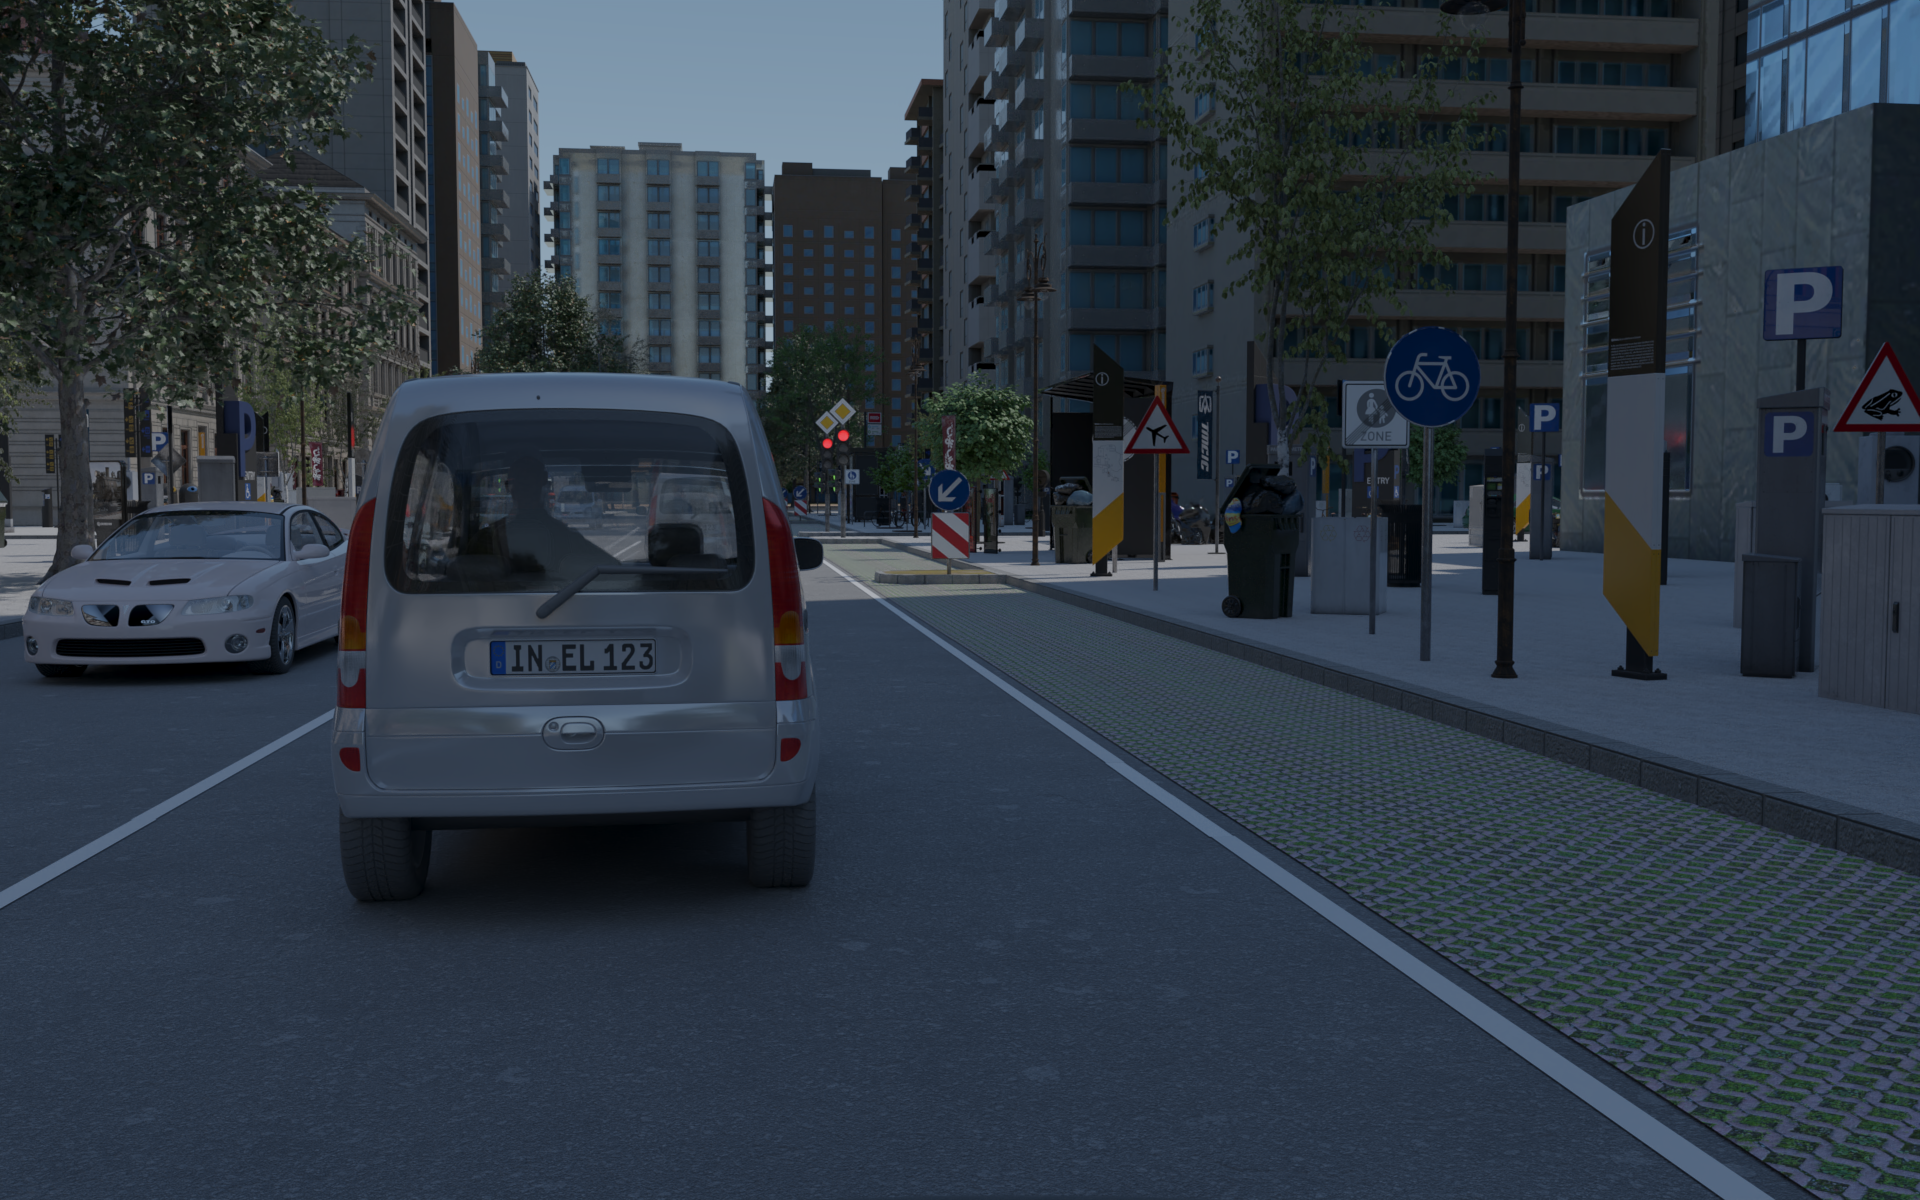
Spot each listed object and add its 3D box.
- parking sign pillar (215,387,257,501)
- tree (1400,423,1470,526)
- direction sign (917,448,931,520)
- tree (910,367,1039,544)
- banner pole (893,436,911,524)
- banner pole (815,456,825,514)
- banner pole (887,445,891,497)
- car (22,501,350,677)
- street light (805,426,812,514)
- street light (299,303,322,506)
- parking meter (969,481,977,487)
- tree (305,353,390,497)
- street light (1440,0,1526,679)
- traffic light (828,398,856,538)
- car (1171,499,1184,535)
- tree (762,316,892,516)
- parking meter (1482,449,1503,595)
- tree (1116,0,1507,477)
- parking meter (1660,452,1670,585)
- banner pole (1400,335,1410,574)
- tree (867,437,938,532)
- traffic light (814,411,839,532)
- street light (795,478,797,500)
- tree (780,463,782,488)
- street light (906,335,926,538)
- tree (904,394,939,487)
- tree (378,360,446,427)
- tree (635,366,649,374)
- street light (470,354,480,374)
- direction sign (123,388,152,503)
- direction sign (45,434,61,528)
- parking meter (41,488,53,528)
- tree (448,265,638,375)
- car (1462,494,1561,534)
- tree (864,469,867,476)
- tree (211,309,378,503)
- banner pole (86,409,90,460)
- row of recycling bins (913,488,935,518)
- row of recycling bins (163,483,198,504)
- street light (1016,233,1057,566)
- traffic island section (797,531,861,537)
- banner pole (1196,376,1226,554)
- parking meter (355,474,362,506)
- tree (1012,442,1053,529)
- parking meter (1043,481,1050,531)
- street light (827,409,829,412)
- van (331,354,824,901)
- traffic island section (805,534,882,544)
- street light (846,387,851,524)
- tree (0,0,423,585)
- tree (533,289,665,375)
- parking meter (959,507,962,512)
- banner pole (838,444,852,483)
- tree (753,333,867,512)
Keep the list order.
[{"bbox_3d":[-15.245,-2.939,36.525,1.447,3.967,1.447,0,4,-5],"label":"parking sign pillar"},{"bbox_3d":[18.862,-5.259,69.699,4.285,4.588,4.351,0,3,0],"label":"tree"},{"bbox_3d":[-1.821,-5.759,86.153,0.876,3.537,0.379,-3,4,-38],"label":"direction sign"},{"bbox_3d":[0.393,-3.750,45.026,4.285,4.588,4.351,0,3,0],"label":"tree"},{"bbox_3d":[-2.403,-5.186,74.803,0.401,3.779,0.863,3,5,43],"label":"banner pole"},{"bbox_3d":[-9.220,-7.599,114.254,0.863,3.779,0.401,-3,5,-44],"label":"banner pole"},{"bbox_3d":[-3.438,-6.066,89.203,0.401,3.779,0.863,3,5,43],"label":"banner pole"},{"bbox_3d":[-6.454,-0.170,15.147,2.083,1.381,4.827,0,4,-7],"label":"car"},{"bbox_3d":[-9.925,-8.643,114.103,0.468,5.910,1.993,0,4,-8],"label":"street light"},{"bbox_3d":[-12.616,-3.696,33.219,0.468,5.910,1.993,0,4,-8],"label":"street light"},{"bbox_3d":[0.348,-2.665,49.276,0.399,1.863,0.255,-2,4,-30],"label":"parking meter"},{"bbox_3d":[-29.414,-8.108,82.930,4.360,8.622,3.978,0,3,0],"label":"tree"},{"bbox_3d":[3.810,-2.395,11.943,0.468,5.910,1.993,0,4,-8],"label":"street light"},{"bbox_3d":[-3.446,-3.778,50.696,0.839,4.253,0.868,0,4,-8],"label":"traffic light"},{"bbox_3d":[5.334,-2.620,55.423,3.894,1.354,1.945,-1,4,-8],"label":"car"},{"bbox_3d":[-7.906,-10.809,102.478,9.928,11.665,9.643,0,3,0],"label":"tree"},{"bbox_3d":[6.803,-1.000,22.069,0.255,1.863,0.399,1,4,15],"label":"parking meter"},{"bbox_3d":[4.019,-4.265,20.092,4.737,8.622,4.395,0,3,0],"label":"tree"},{"bbox_3d":[9.856,-1.152,24.541,0.255,1.863,0.399,0,4,3],"label":"parking meter"},{"bbox_3d":[6.959,-2.264,27.037,0.401,3.779,0.863,0,4,7],"label":"banner pole"},{"bbox_3d":[-1.841,-3.906,58.468,1.663,3.219,1.824,0,3,0],"label":"tree"},{"bbox_3d":[-4.514,-4.262,58.609,0.839,4.253,0.868,0,4,-8],"label":"traffic light"},{"bbox_3d":[-12.607,-9.798,132.993,0.468,5.910,1.993,0,4,-8],"label":"street light"},{"bbox_3d":[-20.470,-15.992,195.876,7.601,10.594,8.767,-1,4,-16],"label":"tree"},{"bbox_3d":[-1.288,-4.749,50.431,0.468,5.910,1.993,0,4,-8],"label":"street light"},{"bbox_3d":[-2.340,-10.881,128.269,4.737,8.622,4.395,0,3,0],"label":"tree"},{"bbox_3d":[-29.964,-8.850,95.059,4.737,8.622,4.395,0,3,0],"label":"tree"},{"bbox_3d":[-32.390,-16.268,172.634,9.857,13.997,8.962,0,3,0],"label":"tree"},{"bbox_3d":[-15.994,-5.169,57.297,0.468,5.910,1.993,0,4,-8],"label":"street light"},{"bbox_3d":[-17.508,-2.749,36.941,0.876,3.537,0.379,2,4,30],"label":"direction sign"},{"bbox_3d":[-34.247,-4.510,65.733,0.876,3.537,0.379,0,4,3],"label":"direction sign"},{"bbox_3d":[-35.020,-3.549,66.435,0.372,1.533,0.369,0,3,0],"label":"parking meter"},{"bbox_3d":[-20.912,-10.391,86.904,9.611,12.733,9.660,0,3,0],"label":"tree"},{"bbox_3d":[19.466,-2.854,58.454,4.920,1.459,2.131,0,4,-8],"label":"car"},{"bbox_3d":[-2.489,-4.252,64.127,1.663,3.219,1.824,0,3,0],"label":"tree"},{"bbox_3d":[-24.395,-6.840,62.196,4.737,8.622,4.395,0,3,0],"label":"tree"},{"bbox_3d":[-22.477,-3.331,44.471,0.401,3.779,0.863,0,4,-6],"label":"banner pole"},{"bbox_3d":[-1.965,-5.263,93.162,1.069,1.692,3.534,0,4,6],"label":"row of recycling bins"},{"bbox_3d":[-29.340,-3.664,67.013,3.534,1.692,1.069,-3,5,-39],"label":"row of recycling bins"},{"bbox_3d":[1.349,-3.554,30.890,0.468,5.910,1.993,0,4,-8],"label":"street light"},{"bbox_3d":[-4.472,-2.229,58.729,2.009,0.180,2.903,0,4,-8],"label":"traffic island section"},{"bbox_3d":[5.316,-2.863,36.825,0.863,3.779,0.401,-3,4,-38],"label":"banner pole"},{"bbox_3d":[-17.177,-2.698,49.825,0.399,1.863,0.255,2,4,24],"label":"parking meter"},{"bbox_3d":[3.005,-4.248,64.050,1.663,3.219,1.824,0,3,0],"label":"tree"},{"bbox_3d":[3.014,-3.316,59.921,0.399,1.863,0.255,0,4,5],"label":"parking meter"},{"bbox_3d":[-7.214,-7.445,94.511,0.468,5.910,1.993,0,4,-8],"label":"street light"},{"bbox_3d":[-1.557,-0.034,7.561,2.013,2.044,4.112,-1,4,-9],"label":"van"},{"bbox_3d":[-3.405,-1.745,50.815,2.009,0.180,2.903,0,4,-8],"label":"traffic island section"},{"bbox_3d":[-4.830,-6.245,74.898,0.468,5.910,1.993,0,4,-8],"label":"street light"},{"bbox_3d":[-12.704,-6.581,24.605,9.611,12.733,9.660,0,3,0],"label":"tree"},{"bbox_3d":[-22.261,-11.800,103.296,12.009,13.543,11.850,0,3,0],"label":"tree"},{"bbox_3d":[0.105,-3.913,72.388,0.372,1.533,0.369,0,3,0],"label":"parking meter"},{"bbox_3d":[-5.706,-5.917,86.760,0.863,3.779,0.401,-1,4,-11],"label":"banner pole"},{"bbox_3d":[-10.746,-12.526,121.813,9.611,12.733,9.660,0,3,0],"label":"tree"}]
